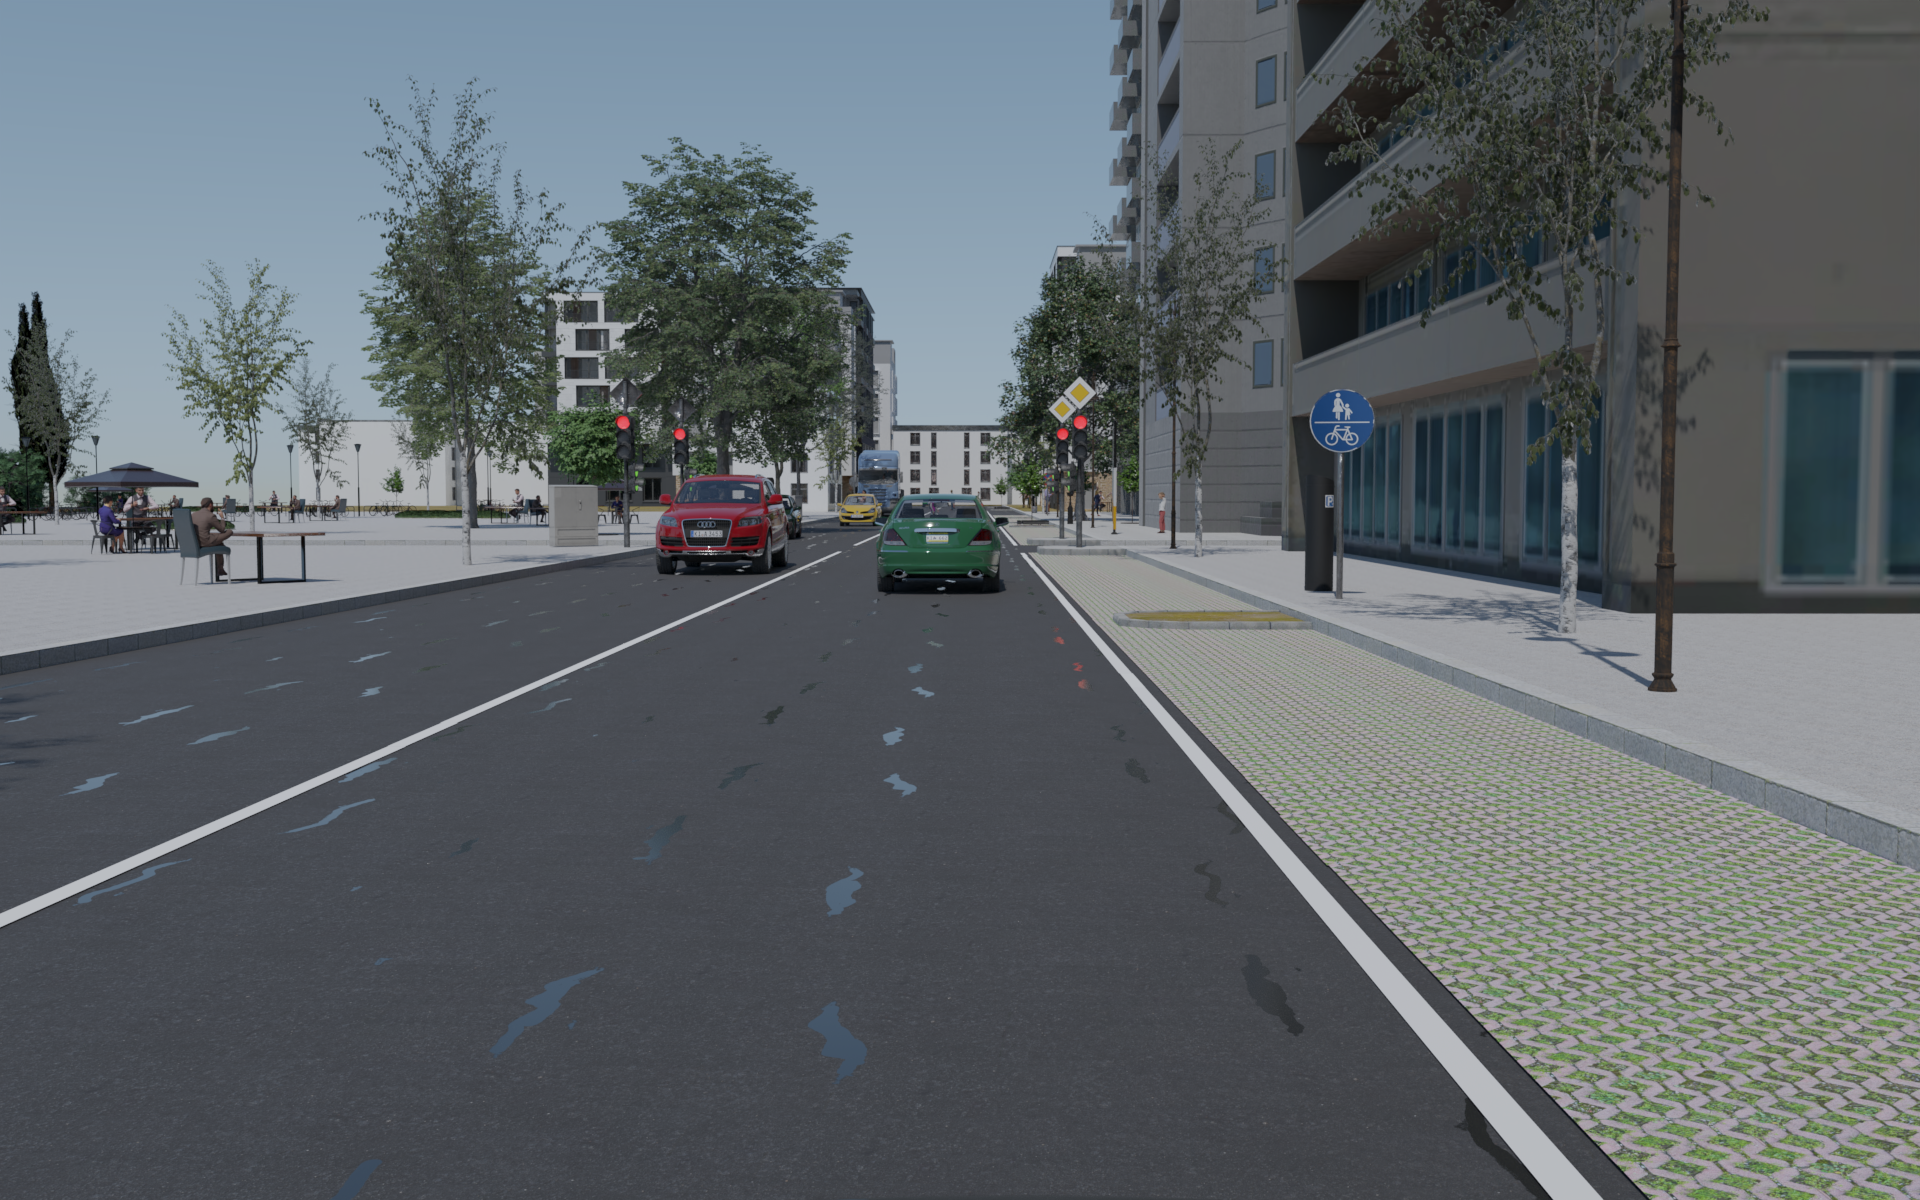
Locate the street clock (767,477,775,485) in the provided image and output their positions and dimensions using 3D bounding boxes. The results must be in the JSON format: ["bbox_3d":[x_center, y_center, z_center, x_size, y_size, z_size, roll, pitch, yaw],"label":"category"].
[{"bbox_3d":[-8.206,-4.296,74.812,0.358,2.002,0.471,1,4,19],"label":"street clock"}]

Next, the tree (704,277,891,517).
[{"bbox_3d":[-8.972,-11.362,96.144,12.009,13.543,11.850,0,3,0],"label":"tree"}]

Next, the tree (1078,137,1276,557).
[{"bbox_3d":[4.625,-5.180,35.060,4.360,8.622,3.978,0,3,0],"label":"tree"}]

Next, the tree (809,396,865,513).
[{"bbox_3d":[-8.404,-10.221,117.470,4.737,8.622,4.395,0,3,0],"label":"tree"}]

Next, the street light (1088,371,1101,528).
[{"bbox_3d":[5.032,-5.667,65.439,0.468,5.910,1.993,0,4,0],"label":"street light"}]

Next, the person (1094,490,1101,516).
[{"bbox_3d":[7.853,-5.589,99.970,0.613,1.512,0.480,-3,4,-38],"label":"person"}]

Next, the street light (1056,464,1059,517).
[{"bbox_3d":[5.352,-7.459,94.737,0.468,5.910,1.993,0,4,0],"label":"street light"}]

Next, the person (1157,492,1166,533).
[{"bbox_3d":[6.583,-2.858,56.688,0.340,1.345,0.435,0,4,-4],"label":"person"}]

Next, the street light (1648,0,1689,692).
[{"bbox_3d":[4.578,-2.344,11.109,0.468,5.910,1.993,0,4,0],"label":"street light"}]

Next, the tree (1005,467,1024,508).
[{"bbox_3d":[5.773,-10.577,156.648,4.285,4.588,4.351,0,3,0],"label":"tree"}]

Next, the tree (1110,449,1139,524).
[{"bbox_3d":[7.511,-4.901,74.735,1.663,3.219,1.824,0,3,0],"label":"tree"}]

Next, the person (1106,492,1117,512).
[{"bbox_3d":[11.300,-7.371,127.268,1.217,1.736,0.721,1,4,20],"label":"person"}]

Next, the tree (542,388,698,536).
[{"bbox_3d":[-11.318,-4.294,53.918,4.285,4.588,4.351,0,3,0],"label":"tree"}]

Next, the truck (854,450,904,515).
[{"bbox_3d":[-4.745,-7.489,112.196,2.967,4.110,18.799,0,4,1],"label":"truck"}]

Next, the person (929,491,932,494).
[{"bbox_3d":[-2.726,-9.496,164.483,0.721,1.735,1.217,-1,4,-15],"label":"person"}]

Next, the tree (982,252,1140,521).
[{"bbox_3d":[5.840,-10.104,82.214,9.611,12.733,9.660,0,3,0],"label":"tree"}]

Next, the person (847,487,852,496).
[{"bbox_3d":[-8.161,-7.506,128.909,0.705,1.807,1.348,-2,4,-29],"label":"person"}]

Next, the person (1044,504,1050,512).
[{"bbox_3d":[6.048,-6.579,121.896,0.655,0.850,0.859,1,4,12],"label":"person"}]

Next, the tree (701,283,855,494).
[{"bbox_3d":[-8.943,-9.748,85.135,9.928,11.665,9.643,0,3,0],"label":"tree"}]

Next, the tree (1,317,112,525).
[{"bbox_3d":[-37.692,-7.449,72.158,4.360,8.622,3.978,0,3,0],"label":"tree"}]

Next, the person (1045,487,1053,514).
[{"bbox_3d":[5.628,-6.314,109.140,0.599,1.838,0.709,0,4,-3],"label":"person"}]

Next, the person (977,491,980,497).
[{"bbox_3d":[1.994,-11.334,194.590,0.721,1.735,1.217,0,4,-6],"label":"person"}]

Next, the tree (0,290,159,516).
[{"bbox_3d":[-62.726,-13.073,115.561,13.155,14.587,18.604,0,4,-3],"label":"tree"}]

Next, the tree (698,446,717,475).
[{"bbox_3d":[-16.225,-7.766,110.691,4.285,4.588,4.351,0,3,0],"label":"tree"}]

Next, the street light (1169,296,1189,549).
[{"bbox_3d":[5.000,-4.137,40.432,0.468,5.910,1.993,0,4,0],"label":"street light"}]

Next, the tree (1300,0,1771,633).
[{"bbox_3d":[5.374,-3.999,15.742,4.360,8.622,3.978,0,3,0],"label":"tree"}]

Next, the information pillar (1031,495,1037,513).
[{"bbox_3d":[5.009,-6.858,116.618,0.304,2.012,0.304,2,4,33],"label":"information pillar"}]

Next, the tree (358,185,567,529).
[{"bbox_3d":[-18.626,-8.939,64.280,7.486,12.596,7.792,0,3,0],"label":"tree"}]

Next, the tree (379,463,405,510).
[{"bbox_3d":[-35.594,-7.027,109.499,1.663,3.219,1.824,0,3,0],"label":"tree"}]

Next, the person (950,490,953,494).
[{"bbox_3d":[-0.753,-8.834,153.011,0.705,1.814,1.350,0,4,-6],"label":"person"}]

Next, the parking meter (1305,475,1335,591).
[{"bbox_3d":[4.765,-0.890,22.956,0.372,1.533,0.369,0,3,0],"label":"parking meter"}]

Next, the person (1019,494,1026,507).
[{"bbox_3d":[6.097,-9.813,166.481,0.705,1.824,1.348,2,4,29],"label":"person"}]

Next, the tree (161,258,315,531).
[{"bbox_3d":[-22.093,-6.288,53.179,4.737,8.622,4.395,0,3,0],"label":"tree"}]

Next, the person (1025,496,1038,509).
[{"bbox_3d":[6.282,-8.931,152.796,1.217,1.736,0.721,2,4,25],"label":"person"}]

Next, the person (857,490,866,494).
[{"bbox_3d":[-5.141,-4.938,90.700,0.566,1.644,0.517,-1,4,-20],"label":"person"}]

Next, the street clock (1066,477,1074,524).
[{"bbox_3d":[4.702,-4.235,73.811,0.471,2.002,0.358,-3,4,-36],"label":"street clock"}]

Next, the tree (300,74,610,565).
[{"bbox_3d":[-8.702,-4.924,30.863,4.360,8.622,3.978,0,3,0],"label":"tree"}]

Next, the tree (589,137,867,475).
[{"bbox_3d":[-8.520,-9.551,62.821,9.857,13.997,8.962,0,3,0],"label":"tree"}]

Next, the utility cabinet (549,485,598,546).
[{"bbox_3d":[-9.408,-2.050,42.200,1.173,1.500,0.318,-3,5,-41],"label":"utility cabinet"}]

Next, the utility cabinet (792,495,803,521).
[{"bbox_3d":[-7.845,-4.382,82.809,0.306,1.237,1.020,1,4,15],"label":"utility cabinet"}]

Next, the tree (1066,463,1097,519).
[{"bbox_3d":[6.414,-5.882,90.774,1.663,3.219,1.824,0,3,0],"label":"tree"}]

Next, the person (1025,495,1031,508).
[{"bbox_3d":[6.558,-9.565,163.132,1.217,1.736,0.721,-3,5,-41],"label":"person"}]

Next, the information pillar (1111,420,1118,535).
[{"bbox_3d":[4.898,-3.891,54.965,0.183,3.616,0.504,0,4,-1],"label":"information pillar"}]

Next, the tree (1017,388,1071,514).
[{"bbox_3d":[5.606,-9.908,112.354,4.737,8.622,4.395,0,3,0],"label":"tree"}]

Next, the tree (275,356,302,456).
[{"bbox_3d":[-33.801,-8.606,91.063,4.360,8.622,3.978,0,3,0],"label":"tree"}]
